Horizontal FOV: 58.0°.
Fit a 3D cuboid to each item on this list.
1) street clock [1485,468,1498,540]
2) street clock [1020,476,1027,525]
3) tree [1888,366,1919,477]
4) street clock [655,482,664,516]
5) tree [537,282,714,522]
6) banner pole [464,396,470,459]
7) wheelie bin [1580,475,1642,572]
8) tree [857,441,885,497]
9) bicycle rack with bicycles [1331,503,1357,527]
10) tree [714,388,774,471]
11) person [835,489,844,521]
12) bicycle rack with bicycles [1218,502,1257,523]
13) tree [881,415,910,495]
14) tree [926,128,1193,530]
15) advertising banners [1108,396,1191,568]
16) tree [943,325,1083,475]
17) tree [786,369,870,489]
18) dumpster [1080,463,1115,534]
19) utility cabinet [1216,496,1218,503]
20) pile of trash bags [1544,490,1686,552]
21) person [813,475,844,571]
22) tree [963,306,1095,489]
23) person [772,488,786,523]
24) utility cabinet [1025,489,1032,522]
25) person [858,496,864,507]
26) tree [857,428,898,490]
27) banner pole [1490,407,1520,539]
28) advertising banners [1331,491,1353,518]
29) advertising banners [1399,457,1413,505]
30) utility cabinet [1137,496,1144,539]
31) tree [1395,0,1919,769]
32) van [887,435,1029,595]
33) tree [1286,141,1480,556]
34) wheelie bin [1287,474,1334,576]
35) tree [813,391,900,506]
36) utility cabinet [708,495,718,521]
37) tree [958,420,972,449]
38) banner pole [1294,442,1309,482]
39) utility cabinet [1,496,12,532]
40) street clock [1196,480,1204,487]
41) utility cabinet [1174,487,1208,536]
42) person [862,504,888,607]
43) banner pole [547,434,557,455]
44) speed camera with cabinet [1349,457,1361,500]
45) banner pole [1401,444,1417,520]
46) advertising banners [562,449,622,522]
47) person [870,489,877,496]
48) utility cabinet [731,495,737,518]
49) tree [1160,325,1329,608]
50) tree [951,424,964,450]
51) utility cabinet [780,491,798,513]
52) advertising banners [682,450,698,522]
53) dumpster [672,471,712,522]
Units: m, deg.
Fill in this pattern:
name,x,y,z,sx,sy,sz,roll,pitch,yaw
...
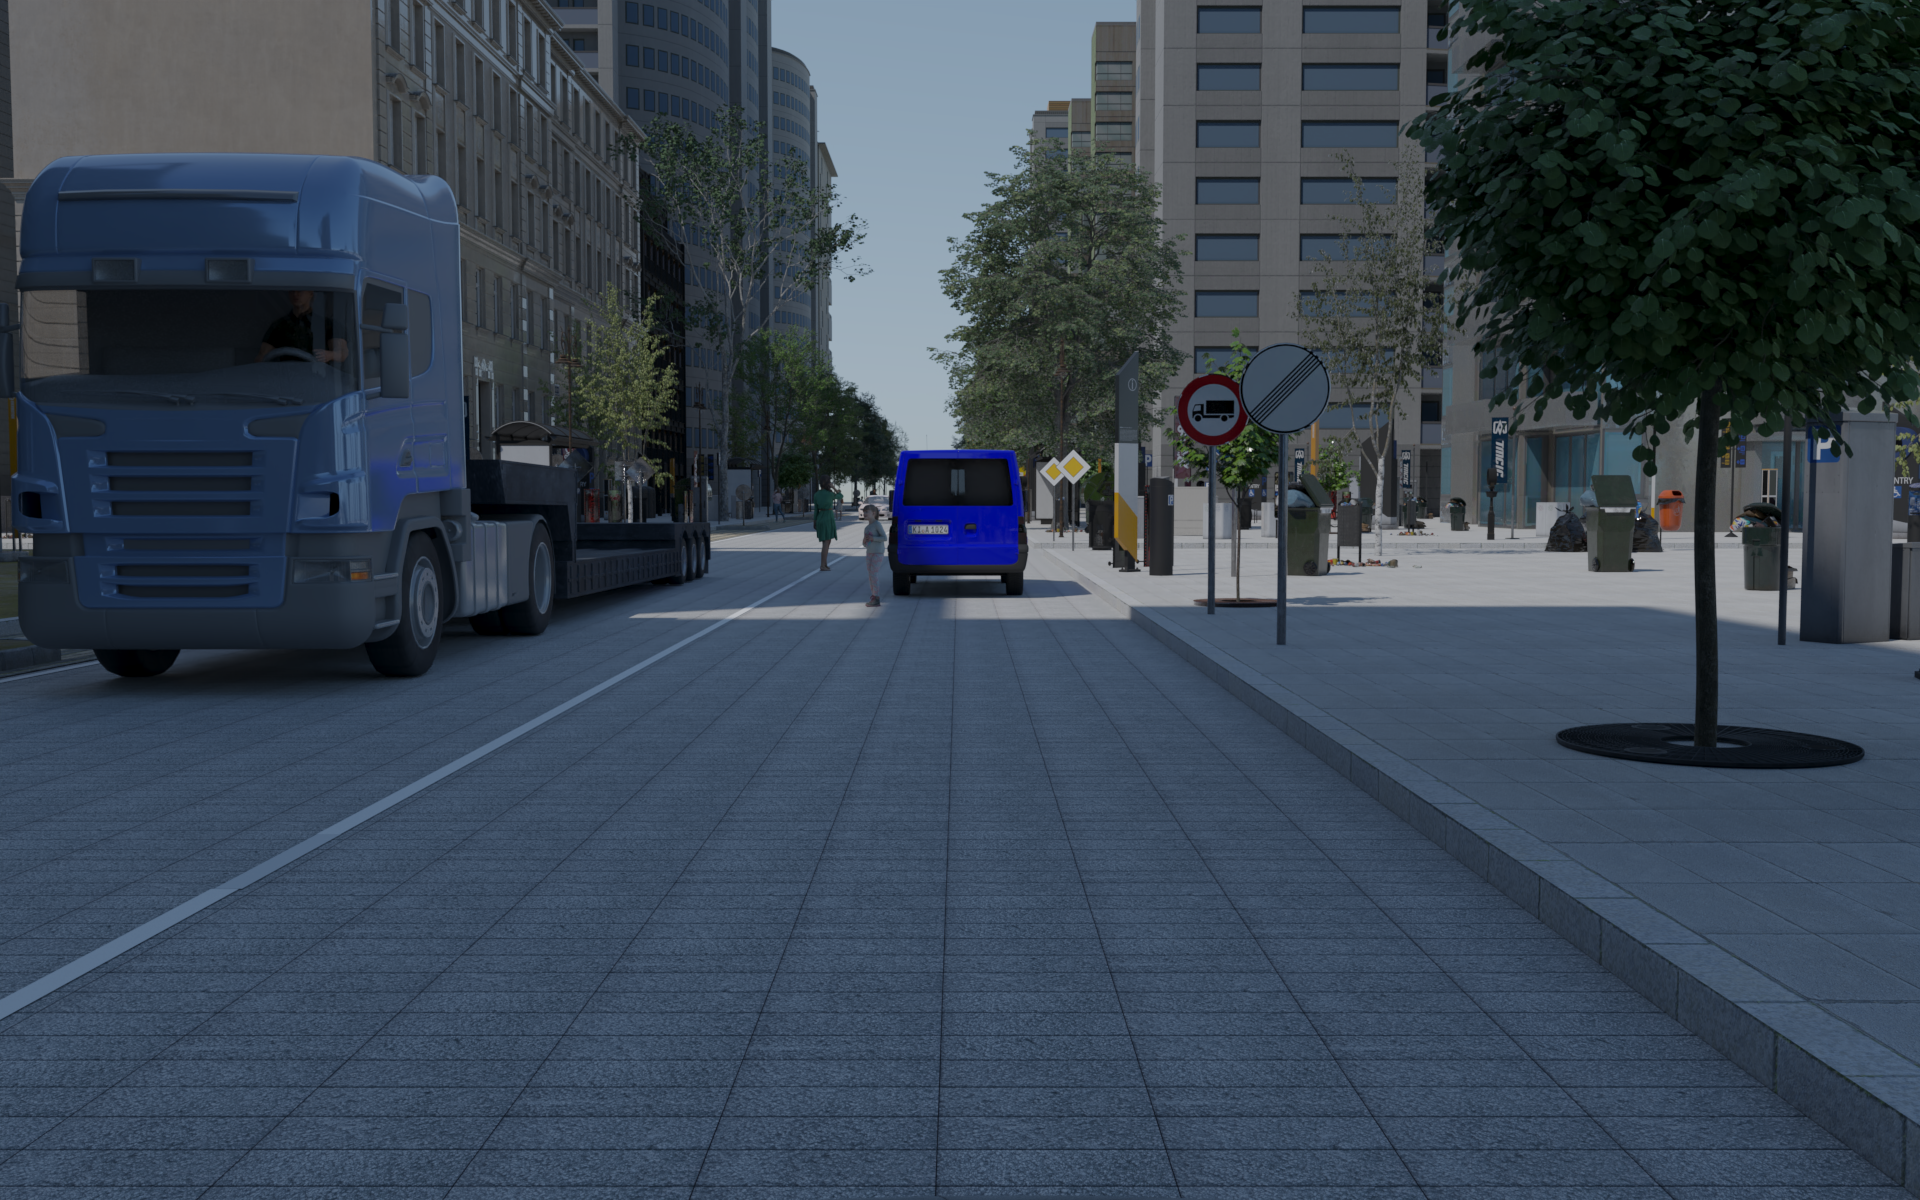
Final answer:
name,x,y,z,sx,sy,sz,roll,pitch,yaw
street clock,14.826,-2.676,48.317,0.358,2.002,0.471,1,4,10
street clock,2.494,-3.945,69.066,0.358,2.002,0.471,-1,4,-20
tree,19.793,-5.128,34.208,4.737,8.622,4.395,0,3,0
street clock,-17.328,-5.833,99.940,0.358,2.002,0.471,2,4,33
tree,-11.424,-6.682,59.607,4.737,8.622,4.395,0,3,0
banner pole,-11.358,-2.981,38.761,0.863,3.779,0.401,0,4,-2
wheelie bin,10.697,-1.265,28.584,0.980,1.594,0.693,0,4,0
tree,-10.941,-15.163,198.281,4.360,8.622,3.978,0,3,0
bicycle rack with bicycles,15.152,-3.283,67.061,2.925,0.926,2.852,3,5,43
tree,-15.023,-10.254,118.007,4.737,8.622,4.395,0,3,0
person,-6.500,-5.126,93.321,0.522,1.701,0.512,1,4,11
bicycle rack with bicycles,12.052,-3.869,76.640,2.852,0.926,2.925,1,4,14
tree,-11.668,-21.774,266.376,12.009,13.543,11.850,0,3,0
tree,3.699,-9.491,61.832,9.857,13.997,8.962,0,3,0
advertising banners,3.404,-2.099,30.506,2.074,3.025,0.090,-3,4,-38
tree,3.696,-11.946,112.318,9.611,12.733,9.660,0,3,0
tree,-11.882,-14.554,156.088,7.486,12.596,7.792,0,3,0
dumpster,4.651,-3.242,55.495,1.502,2.255,1.985,0,3,0
utility cabinet,10.335,-3.760,72.629,1.020,1.237,0.306,-2,4,-27
pile of trash bags,14.874,-1.769,38.682,3.447,1.369,1.912,-2,4,-28
person,-2.532,-1.450,32.449,0.600,1.795,0.529,2,4,23
tree,3.725,-10.153,91.752,9.928,11.665,9.643,0,3,0
person,-9.008,-4.721,86.272,0.643,1.750,0.593,2,4,34
utility cabinet,2.942,-4.319,79.294,0.318,1.500,1.173,1,4,22
person,-6.341,-5.990,110.708,0.425,1.301,0.394,-1,4,-10
tree,-11.356,-17.488,220.339,7.601,10.594,8.767,-3,5,-42
banner pole,15.595,-3.641,49.545,0.863,3.779,0.401,1,4,22
advertising banners,18.750,-5.569,87.242,2.074,3.025,0.090,0,4,3
advertising banners,21.116,-5.251,82.050,0.090,3.025,2.074,2,4,32
utility cabinet,5.204,-2.369,49.903,1.020,1.237,0.306,-2,4,-25
tree,3.838,-1.528,8.697,4.285,4.588,4.351,0,3,0
van,-0.024,-1.332,26.169,2.240,2.365,5.245,0,3,0
tree,8.711,-5.231,35.885,4.360,8.622,3.978,0,3,0
wheelie bin,5.446,-1.184,27.274,0.693,1.594,0.980,2,4,31
tree,-11.167,-16.498,186.741,9.611,12.733,9.660,0,3,0
utility cabinet,-11.643,-4.363,82.489,1.020,1.237,0.306,-1,4,-17
tree,3.437,-19.643,239.295,7.486,12.596,7.792,0,3,0
banner pole,16.459,-5.699,83.189,0.863,3.779,0.401,1,4,20
utility cabinet,-32.263,-2.927,59.020,0.306,1.237,1.020,2,4,33
street clock,12.801,-5.355,92.126,0.471,2.002,0.358,0,4,5
utility cabinet,7.019,-2.708,52.949,1.173,1.500,0.318,1,4,16
person,-1.112,-0.570,22.105,0.425,1.301,0.394,2,4,32
banner pole,-15.099,-4.530,64.083,0.401,3.779,0.863,-3,5,-42
speed camera with cabinet,21.487,-5.984,92.166,0.660,3.252,2.038,3,5,43
banner pole,22.376,-5.890,86.324,0.863,3.779,0.401,0,4,1
advertising banners,-11.563,-3.567,54.503,2.074,3.025,0.090,-2,4,-29
person,-6.803,-7.902,137.712,1.348,1.821,0.705,-2,4,-33
utility cabinet,-11.917,-4.916,91.536,0.306,1.237,1.020,0,4,-5
tree,3.092,-1.553,19.998,1.663,3.219,1.824,0,3,0
tree,4.139,-16.924,187.084,12.009,13.543,11.850,0,3,0
utility cabinet,-11.741,-6.736,118.806,1.173,1.500,0.318,-2,4,-30
advertising banners,-10.681,-4.433,68.660,0.090,3.025,2.074,0,4,8
dumpster,-11.491,-4.387,74.223,1.502,2.255,1.985,0,4,0
